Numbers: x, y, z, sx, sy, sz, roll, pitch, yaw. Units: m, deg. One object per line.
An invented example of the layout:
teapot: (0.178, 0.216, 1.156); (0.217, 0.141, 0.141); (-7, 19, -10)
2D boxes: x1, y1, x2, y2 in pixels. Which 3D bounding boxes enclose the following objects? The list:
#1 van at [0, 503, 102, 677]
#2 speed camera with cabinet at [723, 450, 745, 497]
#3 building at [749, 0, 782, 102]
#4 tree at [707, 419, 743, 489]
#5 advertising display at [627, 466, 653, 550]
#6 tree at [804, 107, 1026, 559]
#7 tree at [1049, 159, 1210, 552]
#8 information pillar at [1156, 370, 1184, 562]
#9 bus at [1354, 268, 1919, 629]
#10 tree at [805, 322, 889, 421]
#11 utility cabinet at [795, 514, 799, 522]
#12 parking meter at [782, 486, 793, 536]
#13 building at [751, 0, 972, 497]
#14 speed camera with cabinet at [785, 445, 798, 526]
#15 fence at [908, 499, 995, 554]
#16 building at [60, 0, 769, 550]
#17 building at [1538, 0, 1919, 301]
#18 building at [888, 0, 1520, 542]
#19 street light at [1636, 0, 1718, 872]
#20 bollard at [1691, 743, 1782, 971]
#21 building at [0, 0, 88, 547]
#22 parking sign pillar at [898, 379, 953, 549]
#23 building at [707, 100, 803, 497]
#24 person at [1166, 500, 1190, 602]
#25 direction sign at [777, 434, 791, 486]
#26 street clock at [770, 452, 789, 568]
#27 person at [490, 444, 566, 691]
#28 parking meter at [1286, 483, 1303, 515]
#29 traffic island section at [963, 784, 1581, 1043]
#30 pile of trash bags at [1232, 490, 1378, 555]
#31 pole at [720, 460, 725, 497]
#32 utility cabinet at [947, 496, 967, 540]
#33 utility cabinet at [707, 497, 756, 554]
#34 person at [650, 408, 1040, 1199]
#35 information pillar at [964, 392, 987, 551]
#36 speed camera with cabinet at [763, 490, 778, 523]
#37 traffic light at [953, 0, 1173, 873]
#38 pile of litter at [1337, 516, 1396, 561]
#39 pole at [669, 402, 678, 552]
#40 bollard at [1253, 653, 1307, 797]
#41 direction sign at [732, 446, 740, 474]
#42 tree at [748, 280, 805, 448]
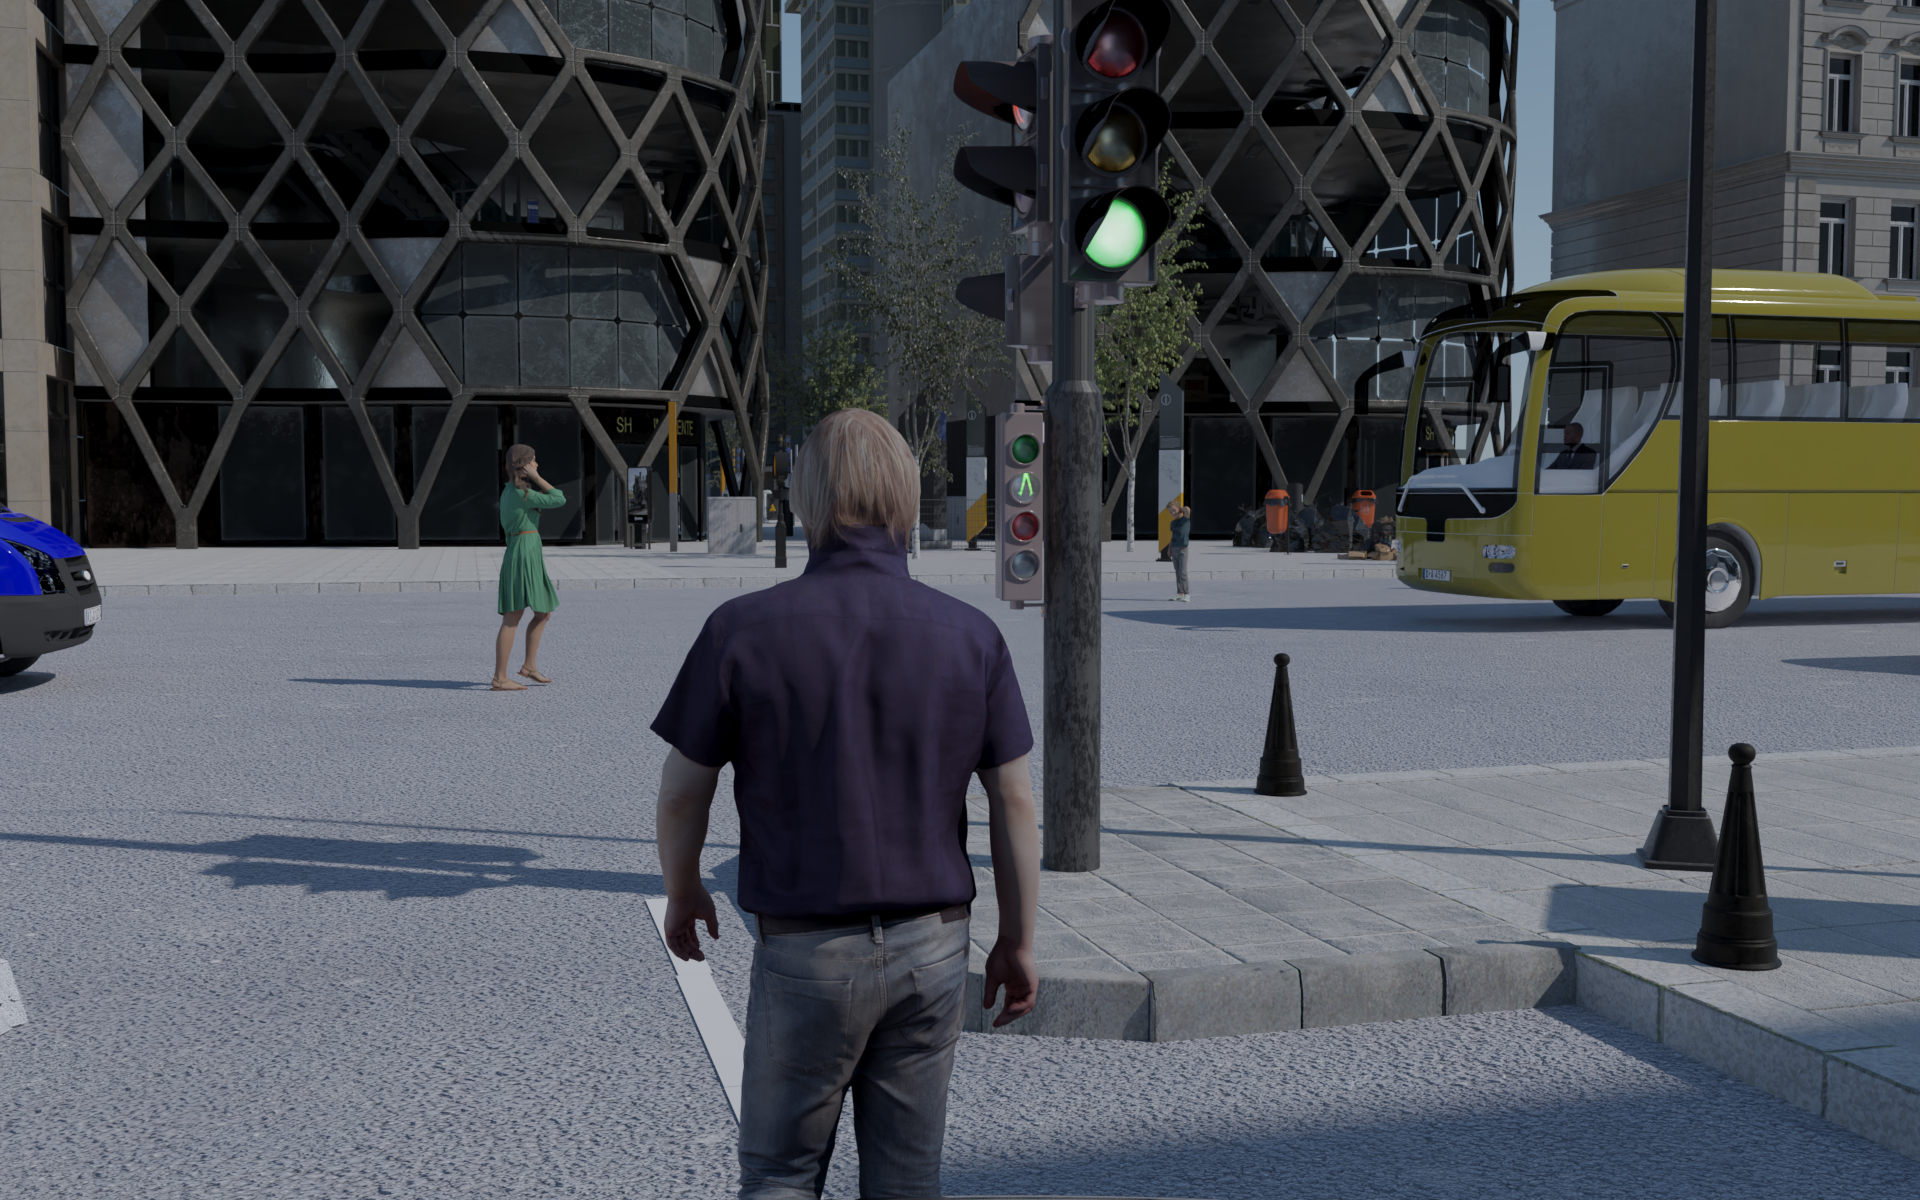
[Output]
van: (-9.051, -0.486, 12.324); (5.245, 2.365, 2.240); (-1, 4, -16)
speed camera with cabinet: (-9.871, -5.001, 76.110); (0.660, 3.252, 2.038); (-2, 4, -25)
building: (-31.879, -47.170, 209.486); (20.611, 71.187, 20.563); (-1, 4, -16)
tree: (-12.052, -8.620, 91.295); (4.360, 8.622, 3.978); (0, 3, 0)
advertising display: (-7.452, -2.146, 40.306); (0.123, 1.923, 0.974); (-3, 5, -40)
tree: (-0.630, -5.116, 34.002); (4.360, 8.622, 3.978); (0, 3, 0)
tree: (3.704, -5.388, 38.455); (4.737, 8.622, 4.395); (0, 3, 0)
information pillar: (3.972, -2.528, 32.691); (0.504, 3.616, 0.183); (2, 4, 34)
bus: (10.797, -1.755, 20.236); (12.252, 3.916, 2.896); (-1, 4, -16)
tree: (-4.840, -7.541, 73.650); (4.737, 8.622, 4.395); (0, 3, 0)
utility cabinet: (-7.921, -4.198, 79.803); (1.020, 1.237, 0.306); (-1, 4, -12)
parking meter: (-5.258, -2.706, 52.662); (0.372, 1.533, 0.369); (0, 3, 0)
building: (2.699, -25.867, 114.800); (32.217, 40.220, 23.993); (-1, 4, -16)
speed camera with cabinet: (-5.848, -4.599, 69.532); (2.038, 3.252, 0.660); (1, 4, 18)
fence: (-0.114, -1.632, 37.892); (2.264, 1.192, 0.480); (-1, 4, -22)
building: (-13.915, -11.011, 47.481); (16.811, 18.784, 16.820); (-1, 4, -16)
building: (34.071, -15.996, 58.804); (25.104, 27.353, 12.463); (-1, 4, -16)
building: (7.864, -11.386, 53.614); (16.811, 18.784, 16.820); (-1, 4, -16)
street light: (1.993, -2.028, 5.702); (1.470, 5.913, 1.316); (-1, 4, -16)
bollard: (2.136, 0.691, 4.748); (0.229, 0.601, 0.229); (0, 3, 0)
building: (-39.194, -14.526, 42.021); (34.151, 26.468, 19.350); (-1, 4, -16)
parking sign pillar: (-0.896, -3.218, 41.080); (1.447, 3.967, 1.447); (-3, 5, -42)
building: (-11.237, -22.013, 131.607); (14.160, 30.474, 14.107); (-1, 4, -16)
person: (2.944, -0.660, 23.201); (0.435, 1.345, 0.340); (3, 5, 40)
direction sign: (-6.715, -4.535, 66.152); (0.379, 3.537, 0.876); (2, 4, 28)
street clock: (-3.113, -1.558, 30.041); (0.358, 2.002, 0.471); (-1, 4, -13)
person: (-3.239, -0.245, 12.751); (0.529, 1.795, 0.600); (-3, 5, -39)
parking meter: (7.739, -1.938, 40.092); (0.372, 1.533, 0.369); (0, 3, 0)
traffic island section: (0.393, 0.996, 5.989); (2.009, 0.180, 2.903); (-1, 4, -16)
pile of trash bags: (7.626, -1.723, 37.920); (1.912, 1.369, 3.447); (3, 4, 38)
pole: (-11.093, -5.330, 80.986); (0.158, 3.312, 0.155); (0, 3, 0)
utility cabinet: (-0.113, -2.306, 48.865); (1.020, 1.237, 0.306); (3, 5, 41)
utility cabinet: (-4.889, -1.587, 37.108); (1.020, 1.237, 0.306); (-1, 4, -13)
person: (-0.214, 0.505, 2.448); (0.569, 1.553, 0.471); (1, 4, 23)
information pillar: (0.361, -2.920, 39.100); (0.504, 3.616, 0.183); (2, 4, 30)
speed camera with cabinet: (-7.971, -5.038, 76.711); (2.038, 3.252, 0.660); (-3, 4, -38)
traffic light: (-1.637, -1.865, 5.155); (4.771, 5.953, 1.251); (-1, 4, -16)
pile of litter: (8.089, -1.212, 33.778); (1.176, 0.858, 1.719); (-1, 4, -17)
pole: (-6.357, -2.724, 38.374); (0.158, 3.312, 0.155); (0, 3, 0)
bollard: (1.377, 0.527, 7.426); (0.229, 0.601, 0.229); (0, 3, 0)
direction sign: (-10.611, -5.508, 82.055); (0.379, 3.537, 0.876); (1, 4, 16)
tree: (-4.696, -6.585, 58.019); (4.360, 8.622, 3.978); (0, 3, 0)
